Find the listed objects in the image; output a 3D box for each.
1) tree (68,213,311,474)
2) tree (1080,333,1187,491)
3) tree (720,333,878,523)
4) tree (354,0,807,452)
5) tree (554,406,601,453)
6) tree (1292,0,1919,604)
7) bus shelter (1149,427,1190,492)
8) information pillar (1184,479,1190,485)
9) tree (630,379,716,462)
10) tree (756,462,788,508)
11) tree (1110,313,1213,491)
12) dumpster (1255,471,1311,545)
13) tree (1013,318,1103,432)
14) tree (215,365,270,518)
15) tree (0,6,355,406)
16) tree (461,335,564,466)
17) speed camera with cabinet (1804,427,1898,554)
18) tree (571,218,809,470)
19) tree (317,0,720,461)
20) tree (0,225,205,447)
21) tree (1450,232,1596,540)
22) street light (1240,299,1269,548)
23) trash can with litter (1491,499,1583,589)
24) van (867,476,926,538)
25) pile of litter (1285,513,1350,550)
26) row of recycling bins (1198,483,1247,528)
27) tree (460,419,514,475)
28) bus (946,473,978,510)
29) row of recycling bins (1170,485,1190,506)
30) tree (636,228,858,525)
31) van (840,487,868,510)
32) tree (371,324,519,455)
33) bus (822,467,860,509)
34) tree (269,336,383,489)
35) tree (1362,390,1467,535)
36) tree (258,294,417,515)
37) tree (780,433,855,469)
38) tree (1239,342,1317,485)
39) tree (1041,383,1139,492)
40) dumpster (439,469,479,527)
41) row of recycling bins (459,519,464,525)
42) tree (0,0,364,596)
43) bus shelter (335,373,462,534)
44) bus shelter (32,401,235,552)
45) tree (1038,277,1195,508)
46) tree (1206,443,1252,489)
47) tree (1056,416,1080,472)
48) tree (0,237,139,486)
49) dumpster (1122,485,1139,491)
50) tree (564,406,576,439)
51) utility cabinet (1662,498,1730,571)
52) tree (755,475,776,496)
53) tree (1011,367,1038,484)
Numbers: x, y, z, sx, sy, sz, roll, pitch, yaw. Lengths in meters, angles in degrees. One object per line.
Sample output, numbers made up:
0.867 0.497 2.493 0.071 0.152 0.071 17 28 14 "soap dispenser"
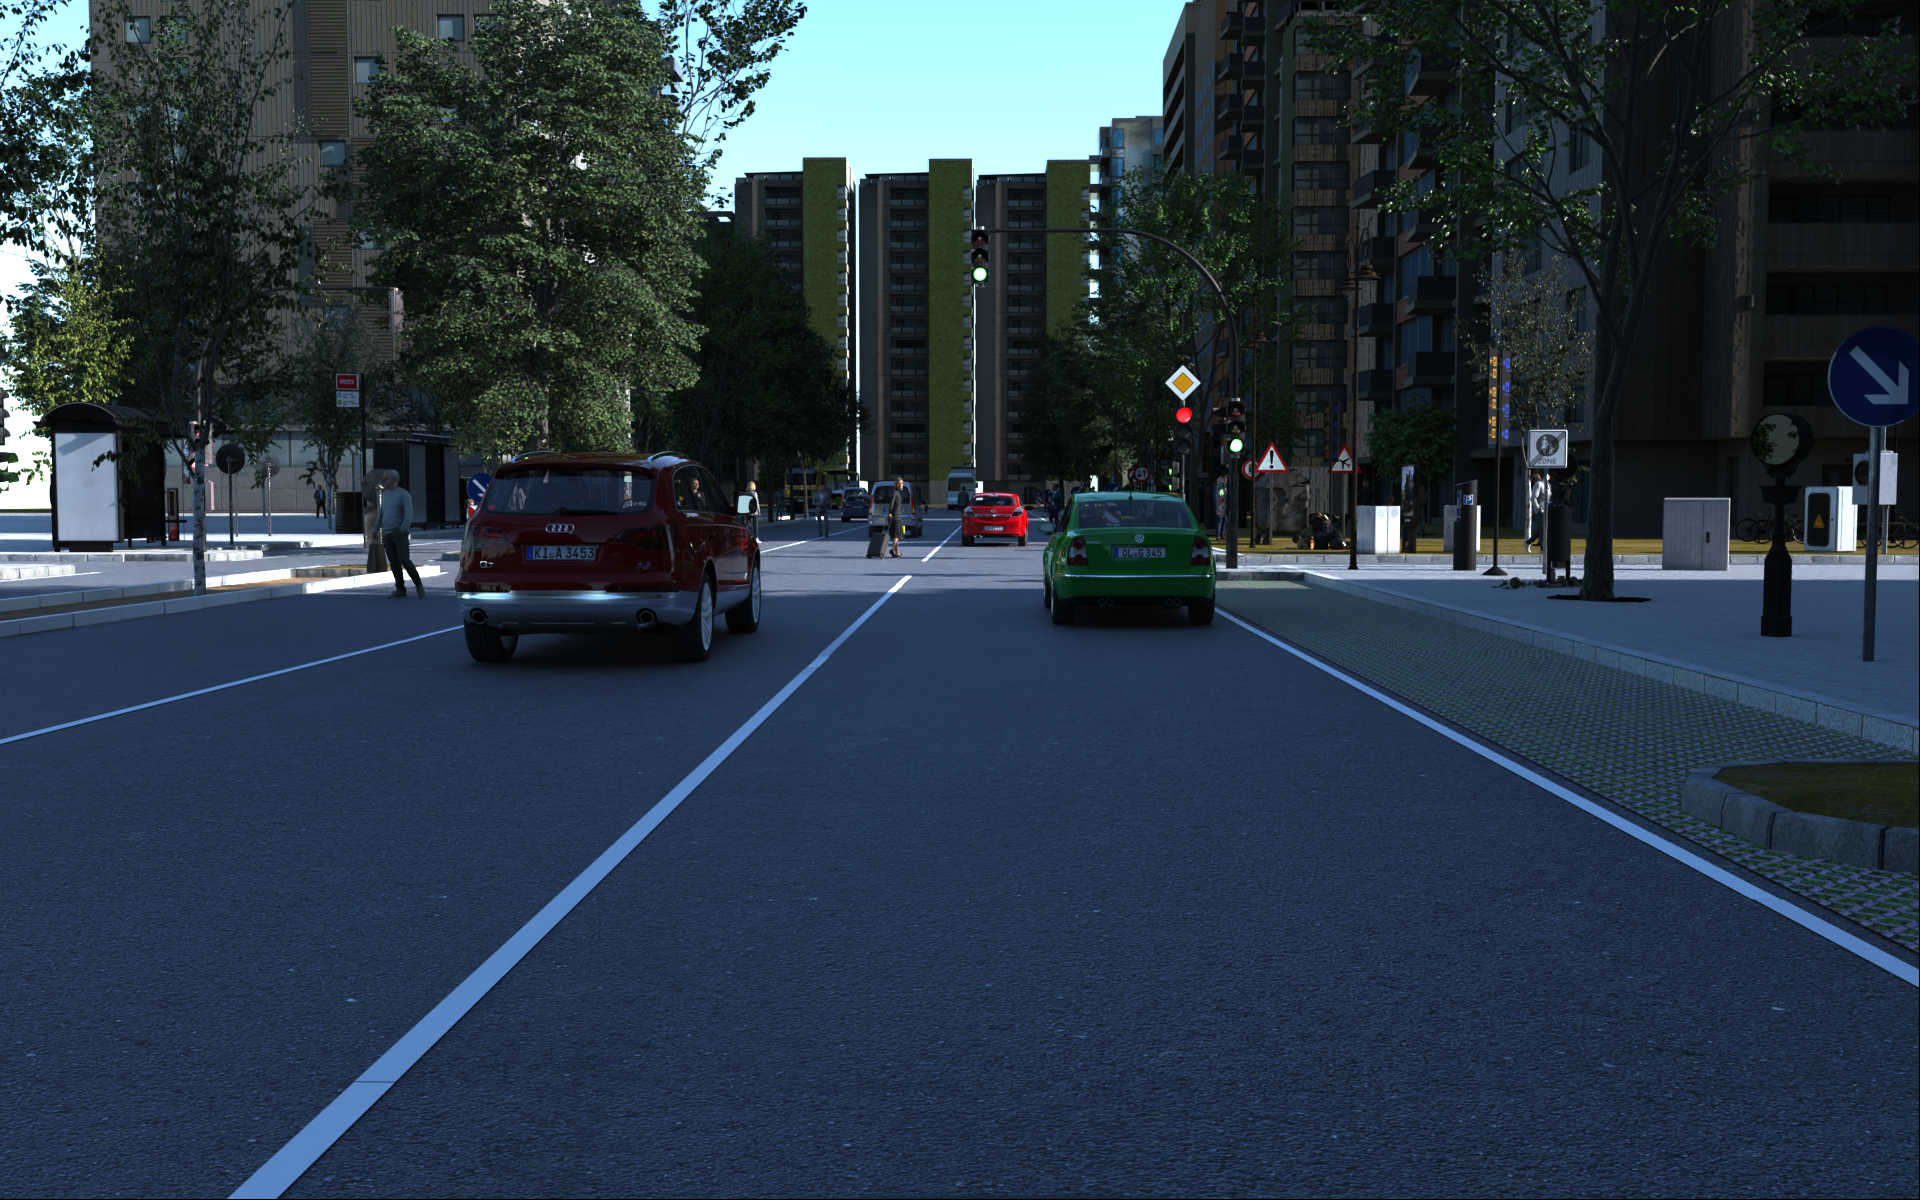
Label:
-25.397 -7.491 56.889 8.767 10.594 7.601 0 4 7 "tree"
8.305 -7.822 78.253 4.360 8.622 3.978 0 3 0 "tree"
-8.813 -9.954 99.617 8.767 10.594 7.601 0 4 1 "tree"
-11.328 -11.890 52.754 12.611 20.169 13.585 0 3 0 "tree"
-24.211 -9.776 110.207 4.737 8.622 4.395 0 3 0 "tree"
7.860 -5.795 20.505 9.928 11.665 9.643 0 3 0 "tree"
10.807 -6.922 90.806 2.179 5.291 8.768 0 4 1 "bus shelter"
10.819 -4.758 82.282 0.304 2.012 0.304 1 4 21 "information pillar"
-17.577 -10.662 108.741 8.767 10.594 7.601 0 4 2 "tree"
-17.328 -11.119 165.504 4.285 4.588 4.351 0 3 0 "tree"
8.117 -7.363 70.751 4.737 8.622 4.395 0 3 0 "tree"
8.222 -2.351 44.198 1.264 1.857 1.865 0 4 1 "dumpster"
11.749 -20.052 183.743 12.611 20.169 13.585 0 3 0 "tree"
-37.900 -8.751 93.445 4.737 8.622 4.395 0 3 0 "tree"
-32.481 -12.908 66.931 12.611 20.169 13.585 0 3 0 "tree"
-18.745 -7.409 71.496 4.360 8.622 3.978 0 3 0 "tree"
19.389 -2.654 37.737 0.660 3.252 2.038 -1 4 -16 "speed camera with cabinet"
-9.440 -8.325 64.326 9.928 11.665 9.643 0 3 0 "tree"
-10.233 -8.104 41.606 9.857 13.997 8.962 0 3 0 "tree"
-40.853 -10.774 82.804 9.857 13.997 8.962 0 3 0 "tree"
15.130 -5.844 45.912 4.360 8.622 3.978 0 3 0 "tree"
6.973 -4.178 41.098 0.468 5.910 1.993 0 4 1 "street light"
8.047 -0.801 24.149 2.233 1.210 1.678 -3 5 -40 "trash can with litter"
-2.167 -3.148 58.486 2.013 2.044 4.112 0 4 2 "van"
8.354 -1.608 40.264 1.719 0.858 1.176 2 4 27 "pile of litter"
10.140 -3.630 66.463 1.069 1.692 3.534 0 4 -7 "row of recycling bins"
-27.512 -9.224 101.175 4.737 8.622 4.395 0 3 0 "tree"
0.169 -10.061 159.350 2.948 3.499 13.247 0 4 1 "bus"
10.198 -4.292 77.284 1.069 1.692 3.534 2 4 27 "row of recycling bins"
-9.322 -9.461 74.144 9.611 12.733 9.660 0 3 0 "tree"
-6.343 -6.044 105.838 2.013 2.044 4.112 0 4 1 "van"
-26.337 -9.451 88.929 8.767 10.594 7.601 -3 4 -37 "tree"
-11.310 -10.537 163.826 2.896 3.916 12.252 0 4 2 "bus"
-29.170 -7.958 80.472 4.737 8.622 4.395 0 3 0 "tree"
14.336 -4.335 54.585 4.285 4.588 4.351 0 3 0 "tree"
-38.405 -11.988 106.365 12.009 13.543 11.850 0 3 0 "tree"
-16.040 -16.651 182.613 12.009 13.543 11.850 0 3 0 "tree"
15.245 -8.117 83.068 4.737 8.622 4.395 0 3 0 "tree"
9.436 -11.906 129.072 7.601 10.594 8.767 2 4 35 "tree"
-19.100 -3.889 66.075 1.502 2.255 1.985 0 4 1 "dumpster"
-21.138 -3.976 72.113 1.069 1.692 3.534 0 4 -3 "row of recycling bins"
-10.279 -4.316 23.385 4.360 8.622 3.978 0 3 0 "tree"
-19.570 -5.051 60.209 2.179 5.291 8.768 0 4 1 "bus shelter"
-19.156 -2.852 40.552 2.014 3.302 5.546 0 4 1 "bus shelter"
9.278 -11.949 102.014 9.857 13.997 8.962 0 3 0 "tree"
16.299 -7.373 104.261 4.285 4.588 4.351 0 3 0 "tree"
8.751 -10.358 119.713 4.360 8.622 3.978 0 3 0 "tree"
-25.407 -6.070 49.608 4.737 8.622 4.395 0 3 0 "tree"
10.817 -6.389 110.219 1.264 1.857 1.865 0 4 1 "dumpster"
-18.924 -7.750 77.071 4.360 8.622 3.978 0 3 0 "tree"
12.432 -1.107 29.256 1.020 1.237 0.306 2 4 27 "utility cabinet"
-17.392 -9.895 156.385 1.663 3.219 1.824 0 3 0 "tree"
9.293 -15.432 158.963 9.857 13.997 8.962 0 3 0 "tree"
